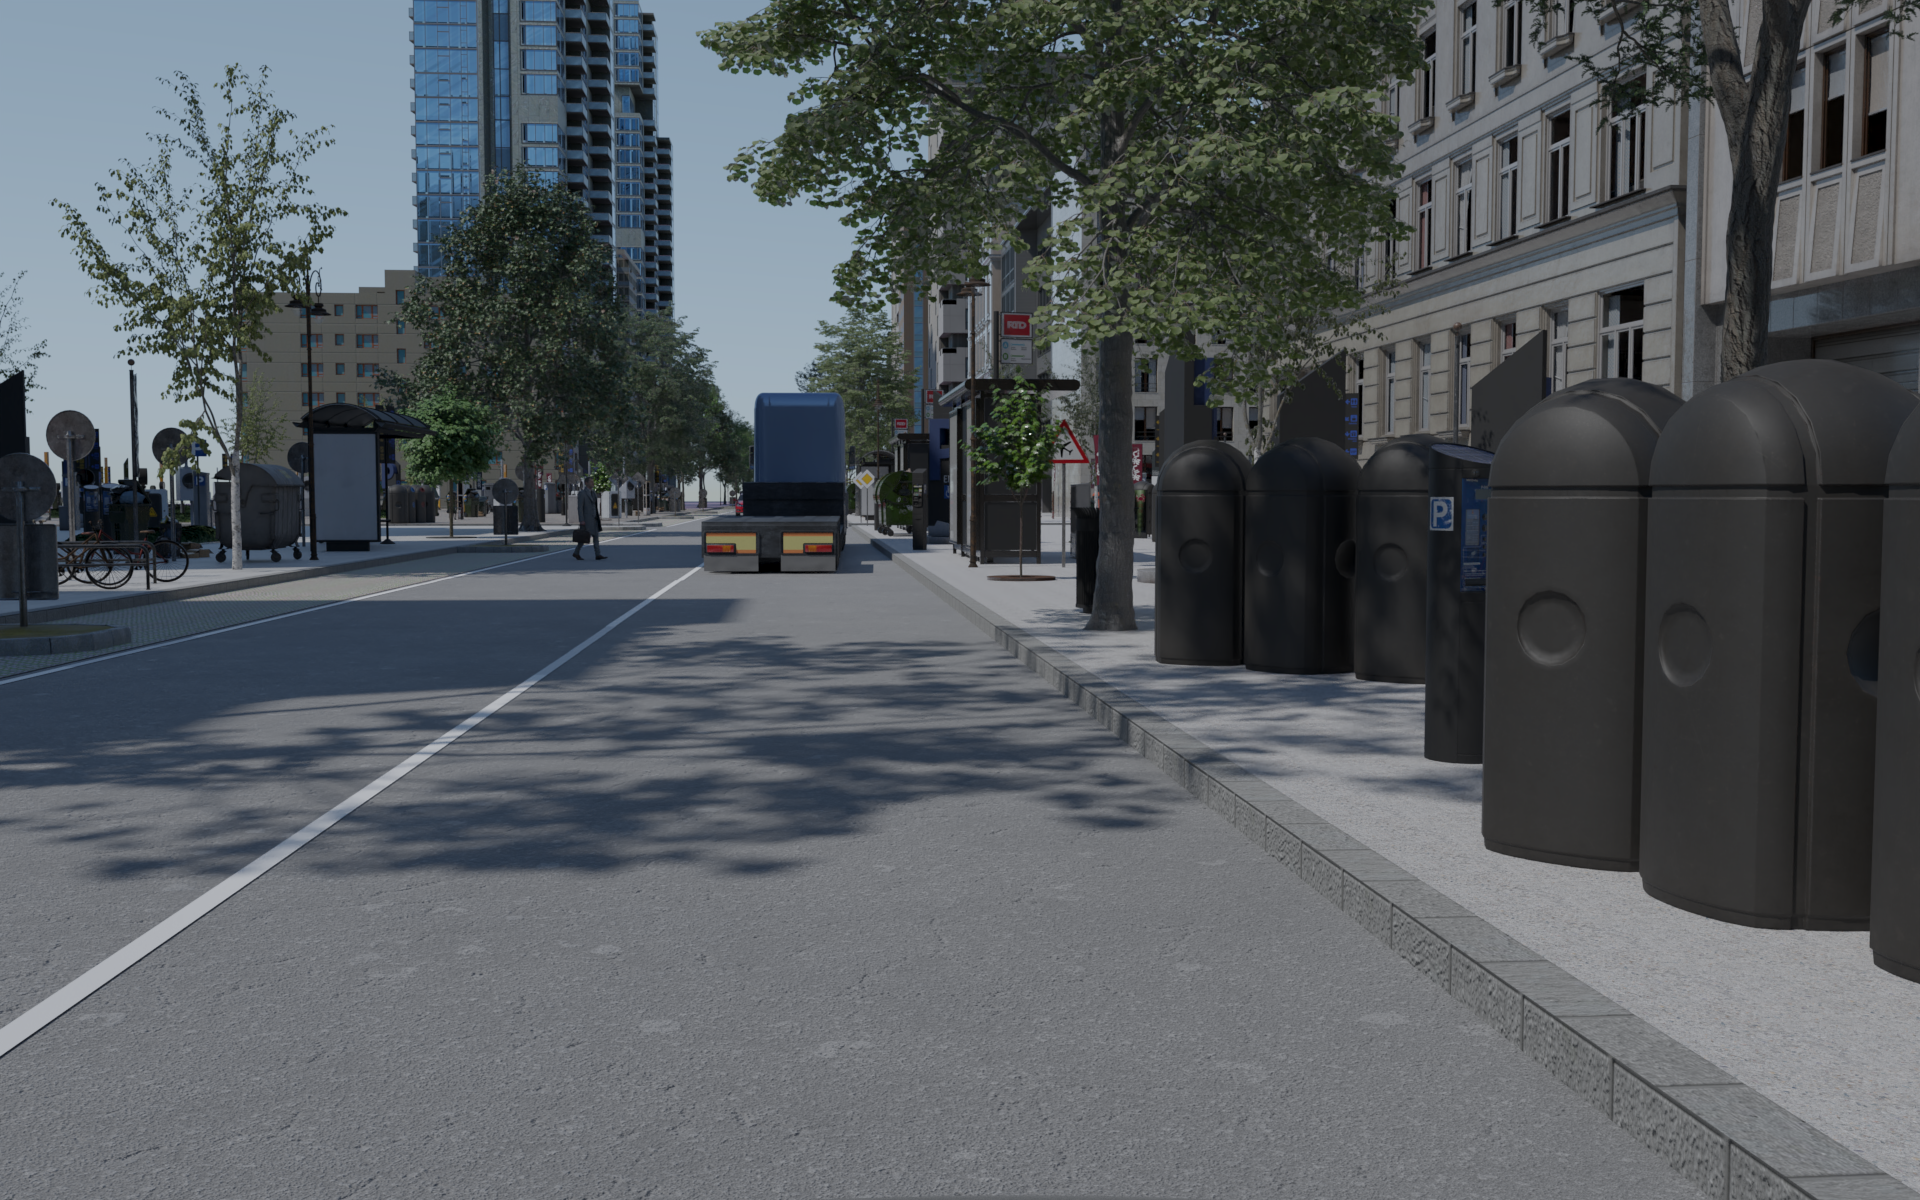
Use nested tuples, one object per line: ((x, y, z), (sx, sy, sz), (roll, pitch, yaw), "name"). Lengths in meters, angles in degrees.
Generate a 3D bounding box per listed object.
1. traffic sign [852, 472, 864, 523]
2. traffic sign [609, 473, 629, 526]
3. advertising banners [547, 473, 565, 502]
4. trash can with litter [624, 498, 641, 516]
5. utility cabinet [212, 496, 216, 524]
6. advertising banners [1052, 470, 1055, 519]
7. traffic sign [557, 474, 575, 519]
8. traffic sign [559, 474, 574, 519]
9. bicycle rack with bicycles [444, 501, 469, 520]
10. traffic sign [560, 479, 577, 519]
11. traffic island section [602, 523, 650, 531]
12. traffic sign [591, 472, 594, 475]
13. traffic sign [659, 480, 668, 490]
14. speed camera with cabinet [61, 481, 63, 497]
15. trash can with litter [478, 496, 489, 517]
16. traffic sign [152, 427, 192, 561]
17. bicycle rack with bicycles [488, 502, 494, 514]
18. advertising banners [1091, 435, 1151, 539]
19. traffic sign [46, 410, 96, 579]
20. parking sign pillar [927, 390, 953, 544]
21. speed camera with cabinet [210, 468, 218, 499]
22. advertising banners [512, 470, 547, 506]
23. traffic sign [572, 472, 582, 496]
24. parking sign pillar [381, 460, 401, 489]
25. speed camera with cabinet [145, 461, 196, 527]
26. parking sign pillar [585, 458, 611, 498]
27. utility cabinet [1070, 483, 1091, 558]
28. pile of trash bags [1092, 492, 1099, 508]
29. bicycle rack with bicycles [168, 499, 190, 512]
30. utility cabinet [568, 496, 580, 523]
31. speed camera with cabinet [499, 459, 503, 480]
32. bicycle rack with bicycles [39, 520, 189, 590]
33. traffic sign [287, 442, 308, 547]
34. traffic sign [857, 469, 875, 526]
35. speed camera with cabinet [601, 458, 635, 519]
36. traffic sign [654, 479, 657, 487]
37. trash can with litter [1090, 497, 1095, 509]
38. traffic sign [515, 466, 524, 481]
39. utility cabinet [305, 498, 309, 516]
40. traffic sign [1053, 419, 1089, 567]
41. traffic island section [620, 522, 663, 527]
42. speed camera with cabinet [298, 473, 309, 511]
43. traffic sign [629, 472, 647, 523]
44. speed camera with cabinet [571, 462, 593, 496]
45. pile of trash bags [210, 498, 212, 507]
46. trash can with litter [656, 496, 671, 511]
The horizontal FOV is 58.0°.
((-4.432, -4.517, 77.492), (0.795, 2.450, 0.064), (0, 4, -5), "traffic sign")
((-13.535, -3.979, 68.693), (0.795, 2.450, 0.064), (0, 4, -5), "traffic sign")
((-33.284, -8.995, 143.258), (2.074, 3.025, 0.090), (1, 4, 15), "advertising banners")
((-19.185, -5.514, 101.549), (1.055, 1.170, 0.624), (0, 4, -7), "trash can with litter")
((-31.952, -3.926, 75.347), (1.020, 1.237, 0.306), (-2, 4, -29), "utility cabinet")
((4.804, -5.675, 88.968), (0.090, 3.025, 2.074), (0, 3, 0), "advertising banners")
((-18.133, -4.873, 79.684), (0.884, 2.594, 0.081), (0, 4, 3), "traffic sign")
((-19.851, -5.340, 87.407), (0.768, 2.556, 0.104), (0, 4, 1), "traffic sign")
((-25.665, -4.444, 86.046), (2.852, 0.926, 2.925), (0, 4, -6), "bicycle rack with bicycles")
((-20.464, -5.536, 90.525), (0.884, 2.594, 0.081), (0, 4, 3), "traffic sign")
((-13.558, -2.842, 68.752), (2.009, 0.180, 2.903), (0, 4, -5), "traffic island section")
((-21.007, -6.052, 98.950), (0.884, 2.594, 0.081), (0, 4, 4), "traffic sign")
((-25.517, -9.114, 149.116), (0.768, 2.556, 0.104), (0, 4, -1), "traffic sign")
((-60.054, -7.534, 117.523), (0.660, 3.252, 2.038), (1, 4, 12), "speed camera with cabinet")
((-26.884, -5.266, 97.489), (0.624, 1.170, 1.055), (0, 4, -7), "trash can with litter")
((-15.036, -2.015, 33.055), (0.768, 2.556, 0.104), (0, 4, 0), "traffic sign")
((-30.943, -6.086, 112.889), (2.852, 0.926, 2.925), (2, 4, 33), "bicycle rack with bicycles")
((4.685, -3.313, 50.354), (2.074, 3.025, 0.090), (3, 5, 43), "advertising banners")
((-13.460, -1.597, 26.222), (0.768, 2.556, 0.104), (0, 4, 3), "traffic sign")
((-0.167, -3.439, 44.694), (1.447, 3.967, 1.447), (2, 4, 29), "parking sign pillar")
((-55.596, -8.197, 128.353), (0.660, 3.252, 2.038), (3, 5, 41), "speed camera with cabinet")
((-26.291, -6.662, 105.113), (2.074, 3.025, 0.090), (0, 4, 0), "advertising banners")
((-20.420, -5.541, 91.787), (0.795, 2.450, 0.064), (0, 4, -3), "traffic sign")
((-35.504, -7.318, 108.118), (1.447, 3.967, 1.447), (2, 4, 31), "parking sign pillar")
((-26.673, -3.908, 58.234), (2.038, 3.252, 0.660), (-3, 5, -39), "speed camera with cabinet")
((-25.856, -8.345, 124.910), (1.447, 3.967, 1.447), (0, 4, 8), "parking sign pillar")
((2.394, -1.590, 34.676), (0.318, 1.500, 1.173), (0, 4, -1), "utility cabinet")
((8.192, -4.776, 87.836), (3.447, 1.369, 1.912), (2, 4, 35), "pile of trash bags")
((-38.739, -4.217, 82.336), (2.852, 0.926, 2.925), (1, 4, 19), "bicycle rack with bicycles")
((-16.718, -3.984, 76.301), (1.020, 1.237, 0.306), (0, 4, -6), "utility cabinet")
((-25.690, -6.329, 97.808), (0.660, 3.252, 2.038), (-1, 4, -13), "speed camera with cabinet")
((-12.215, -0.632, 23.714), (2.925, 0.926, 2.852), (-1, 4, -21), "bicycle rack with bicycles")
((-16.036, -2.578, 42.253), (0.768, 2.556, 0.104), (0, 4, 3), "traffic sign")
((-3.727, -4.030, 69.538), (0.795, 2.450, 0.064), (0, 4, -5), "traffic sign")
((-18.081, -5.951, 91.634), (0.660, 3.252, 2.038), (2, 4, 30), "speed camera with cabinet")
((-24.829, -8.527, 139.522), (0.768, 2.556, 0.104), (0, 4, -1), "traffic sign")
((6.188, -4.097, 78.366), (1.055, 1.170, 0.624), (2, 4, 29), "trash can with litter")
((-17.017, -4.136, 67.728), (0.768, 2.556, 0.104), (0, 4, 2), "traffic sign")
((-37.116, -5.445, 97.706), (0.318, 1.500, 1.173), (0, 4, 8), "utility cabinet")
((1.811, -1.847, 30.205), (0.884, 2.594, 0.081), (0, 4, 2), "traffic sign")
((-14.262, -3.329, 76.707), (2.009, 0.180, 2.903), (0, 4, -5), "traffic island section")
((-34.356, -5.833, 89.699), (2.038, 3.252, 0.660), (0, 4, 1), "speed camera with cabinet")
((-14.240, -4.465, 76.647), (0.795, 2.450, 0.064), (0, 4, -5), "traffic sign")
((-20.473, -6.087, 93.852), (0.660, 3.252, 2.038), (-2, 4, -31), "speed camera with cabinet")
((-37.941, -4.882, 89.565), (1.912, 1.369, 3.447), (1, 4, 22), "pile of trash bags")
((-21.971, -7.177, 128.737), (1.055, 1.170, 0.624), (2, 4, 28), "trash can with litter")
